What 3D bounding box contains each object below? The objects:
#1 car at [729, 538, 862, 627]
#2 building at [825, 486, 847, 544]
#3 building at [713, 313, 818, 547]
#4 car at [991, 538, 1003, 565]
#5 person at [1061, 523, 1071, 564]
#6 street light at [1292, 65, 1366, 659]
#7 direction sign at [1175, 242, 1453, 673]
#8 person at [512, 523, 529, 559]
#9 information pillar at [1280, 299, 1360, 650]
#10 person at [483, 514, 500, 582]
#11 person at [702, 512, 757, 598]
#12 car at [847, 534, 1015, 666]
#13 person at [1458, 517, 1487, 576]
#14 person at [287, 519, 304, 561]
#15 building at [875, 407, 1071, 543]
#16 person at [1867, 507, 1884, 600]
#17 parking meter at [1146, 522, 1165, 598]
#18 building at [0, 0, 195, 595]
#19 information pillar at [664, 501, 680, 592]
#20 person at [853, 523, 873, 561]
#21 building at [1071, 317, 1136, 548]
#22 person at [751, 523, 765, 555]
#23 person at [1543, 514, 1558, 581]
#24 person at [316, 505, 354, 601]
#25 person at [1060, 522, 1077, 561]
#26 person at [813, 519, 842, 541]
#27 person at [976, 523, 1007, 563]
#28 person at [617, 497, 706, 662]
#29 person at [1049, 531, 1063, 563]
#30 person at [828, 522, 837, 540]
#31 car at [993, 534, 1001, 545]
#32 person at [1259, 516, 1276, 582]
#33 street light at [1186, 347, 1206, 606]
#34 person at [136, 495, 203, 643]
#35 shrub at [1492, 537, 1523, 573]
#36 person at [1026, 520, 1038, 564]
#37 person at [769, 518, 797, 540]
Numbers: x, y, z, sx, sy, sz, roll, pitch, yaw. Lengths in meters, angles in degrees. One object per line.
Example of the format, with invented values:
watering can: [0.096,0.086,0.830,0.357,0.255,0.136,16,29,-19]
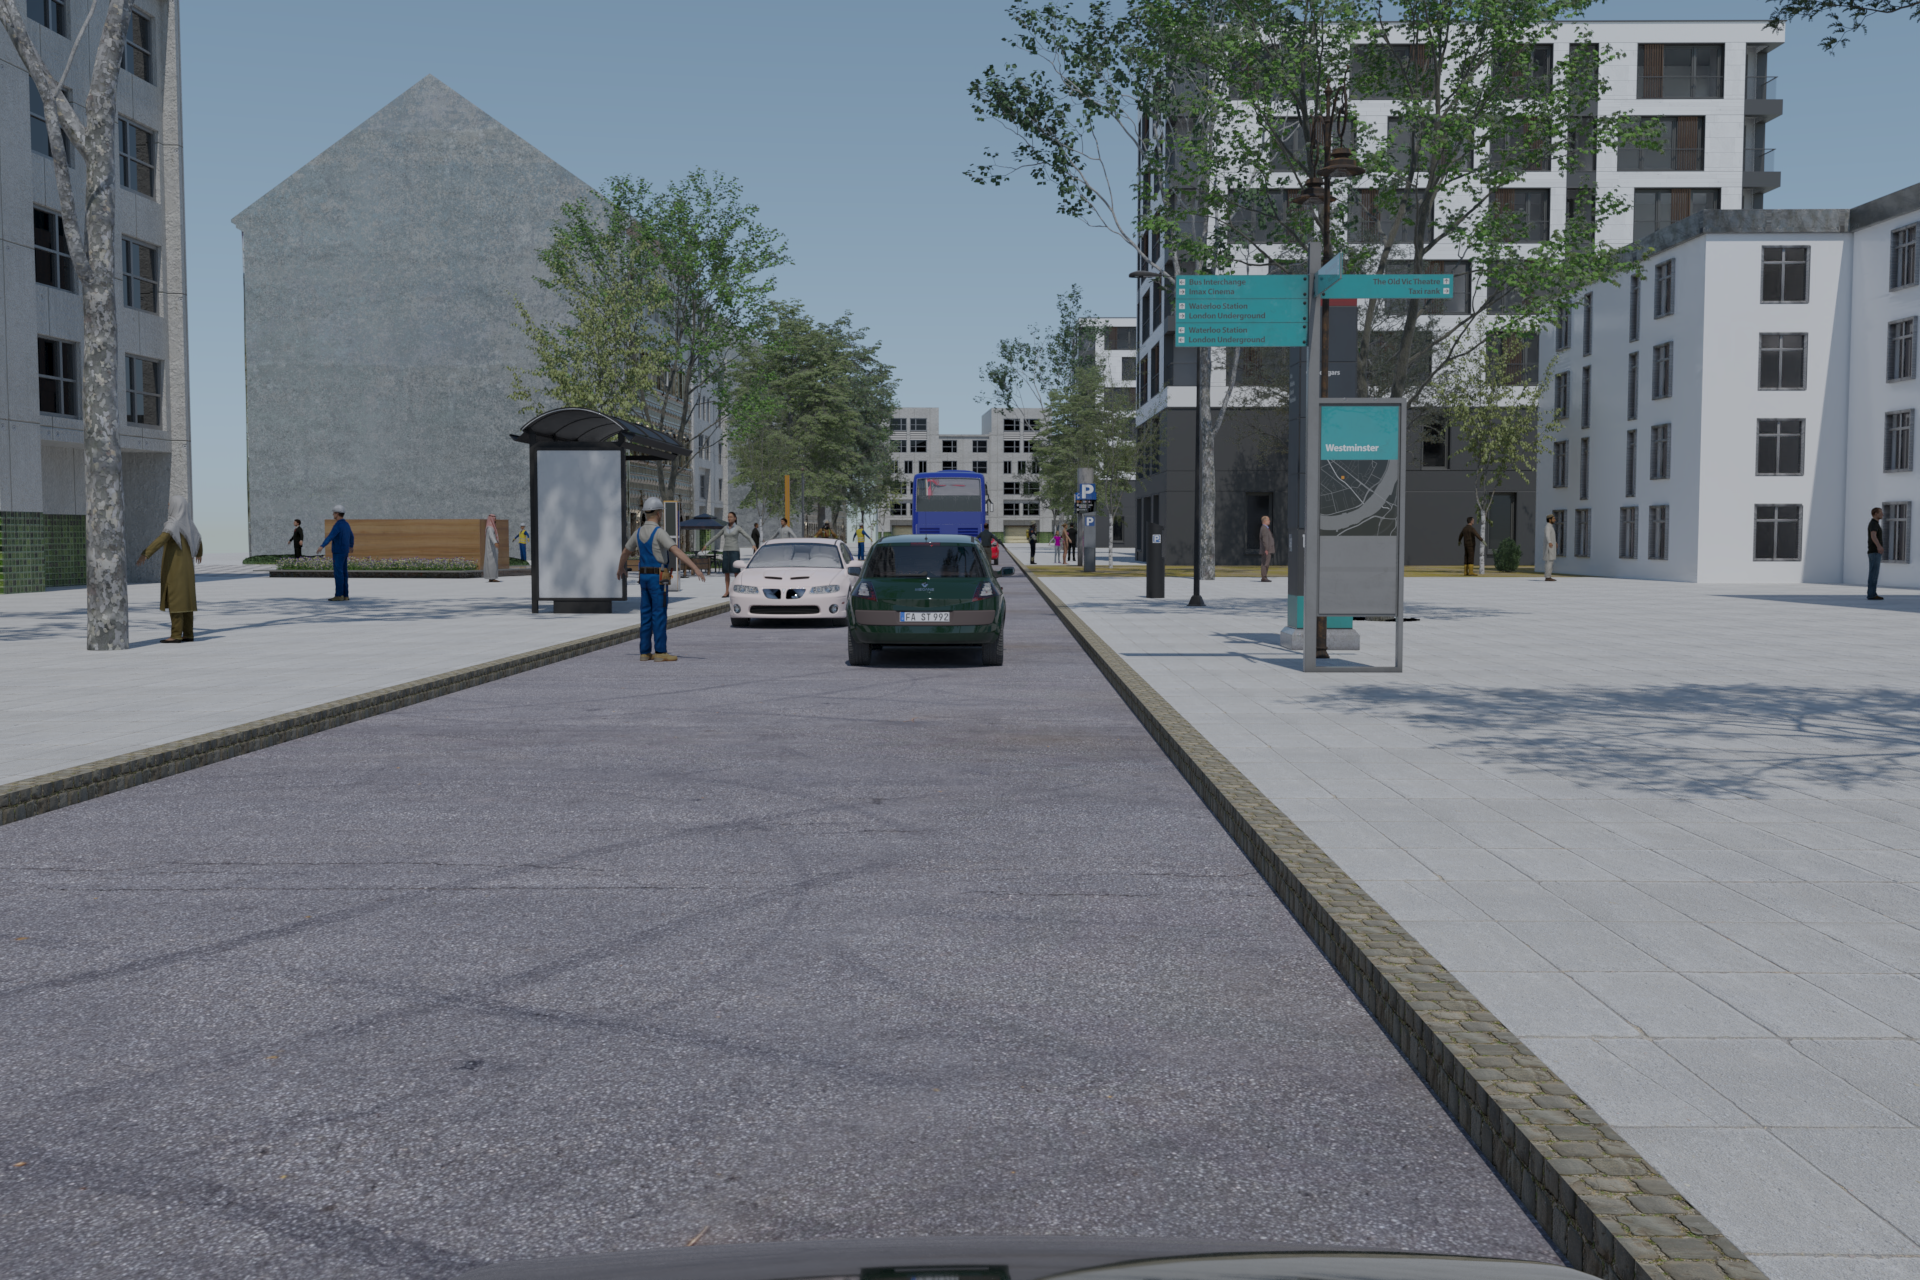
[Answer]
car: [-2.593,-0.978,28.354,2.083,1.381,4.827,0,4,1]
building: [-24.704,-23.946,222.451,19.493,23.208,18.063,0,4,2]
building: [-23.980,-21.016,174.543,19.493,23.208,18.063,0,4,2]
car: [0.933,-4.437,81.582,2.155,1.783,4.494,0,4,1]
person: [4.531,-4.067,73.298,0.721,1.733,1.217,-1,4,-9]
street light: [3.736,-2.749,17.735,0.468,5.910,1.993,0,4,1]
direction sign: [3.232,-1.630,15.415,2.525,3.948,1.411,0,4,1]
person: [-19.313,-4.267,76.236,1.216,1.772,0.721,3,5,41]
information pillar: [4.040,-1.834,19.360,0.750,3.857,0.750,0,4,1]
person: [-12.422,-2.443,46.089,0.704,1.811,1.347,-1,4,-18]
person: [-4.613,-1.707,34.740,1.217,1.735,0.721,1,4,19]
car: [-0.352,-0.640,20.253,2.009,1.686,4.222,0,4,1]
person: [15.664,-2.875,53.144,0.704,1.812,1.346,-1,4,-21]
person: [-23.218,-3.331,60.652,0.705,1.806,1.347,-3,5,-39]
building: [3.780,-23.232,248.755,31.486,18.905,16.747,0,4,-4]
person: [17.888,-1.687,33.799,0.705,1.803,1.348,2,4,27]
parking meter: [3.917,-1.606,34.675,0.372,1.533,0.369,0,3,0]
building: [-28.748,-9.972,29.498,16.747,18.905,31.486,0,4,1]
information pillar: [-6.394,-2.078,38.471,0.304,2.012,0.304,0,4,2]
person: [-4.719,-4.715,83.052,1.349,1.833,0.705,3,5,43]
building: [25.376,-20.513,179.365,27.936,21.610,32.646,0,4,1]
person: [-9.453,-4.545,80.534,0.704,1.802,1.346,-2,4,-31]
person: [16.054,-2.506,47.059,0.704,1.819,1.344,2,4,25]
person: [-11.932,-1.675,33.262,0.705,1.842,1.347,0,4,7]
person: [5.268,-4.633,81.684,1.347,1.837,0.705,1,4,11]
person: [-5.194,-3.763,67.297,1.354,1.858,0.705,-2,4,-30]
person: [0.884,-2.993,57.669,1.348,1.796,0.705,1,4,17]
person: [-3.435,-0.687,19.543,1.347,1.847,0.705,2,4,35]
person: [4.307,-4.081,75.983,0.991,1.433,0.599,-2,4,-27]
person: [-5.666,-4.238,75.424,0.705,1.813,1.348,-2,4,-32]
car: [1.973,-7.113,128.098,2.131,1.459,4.920,0,4,1]
person: [8.222,-2.430,46.321,0.434,1.755,0.990,1,4,14]
street light: [4.756,-3.555,30.670,1.470,5.913,1.316,0,4,1]
person: [-9.305,-0.837,20.455,0.721,1.736,1.217,0,4,8]
shrub: [18.192,-2.841,57.566,1.383,1.207,1.383,0,3,0]
person: [3.109,-4.122,73.176,0.705,1.856,1.354,0,4,-2]
person: [-5.798,-3.102,56.899,1.347,1.806,0.705,2,4,31]
